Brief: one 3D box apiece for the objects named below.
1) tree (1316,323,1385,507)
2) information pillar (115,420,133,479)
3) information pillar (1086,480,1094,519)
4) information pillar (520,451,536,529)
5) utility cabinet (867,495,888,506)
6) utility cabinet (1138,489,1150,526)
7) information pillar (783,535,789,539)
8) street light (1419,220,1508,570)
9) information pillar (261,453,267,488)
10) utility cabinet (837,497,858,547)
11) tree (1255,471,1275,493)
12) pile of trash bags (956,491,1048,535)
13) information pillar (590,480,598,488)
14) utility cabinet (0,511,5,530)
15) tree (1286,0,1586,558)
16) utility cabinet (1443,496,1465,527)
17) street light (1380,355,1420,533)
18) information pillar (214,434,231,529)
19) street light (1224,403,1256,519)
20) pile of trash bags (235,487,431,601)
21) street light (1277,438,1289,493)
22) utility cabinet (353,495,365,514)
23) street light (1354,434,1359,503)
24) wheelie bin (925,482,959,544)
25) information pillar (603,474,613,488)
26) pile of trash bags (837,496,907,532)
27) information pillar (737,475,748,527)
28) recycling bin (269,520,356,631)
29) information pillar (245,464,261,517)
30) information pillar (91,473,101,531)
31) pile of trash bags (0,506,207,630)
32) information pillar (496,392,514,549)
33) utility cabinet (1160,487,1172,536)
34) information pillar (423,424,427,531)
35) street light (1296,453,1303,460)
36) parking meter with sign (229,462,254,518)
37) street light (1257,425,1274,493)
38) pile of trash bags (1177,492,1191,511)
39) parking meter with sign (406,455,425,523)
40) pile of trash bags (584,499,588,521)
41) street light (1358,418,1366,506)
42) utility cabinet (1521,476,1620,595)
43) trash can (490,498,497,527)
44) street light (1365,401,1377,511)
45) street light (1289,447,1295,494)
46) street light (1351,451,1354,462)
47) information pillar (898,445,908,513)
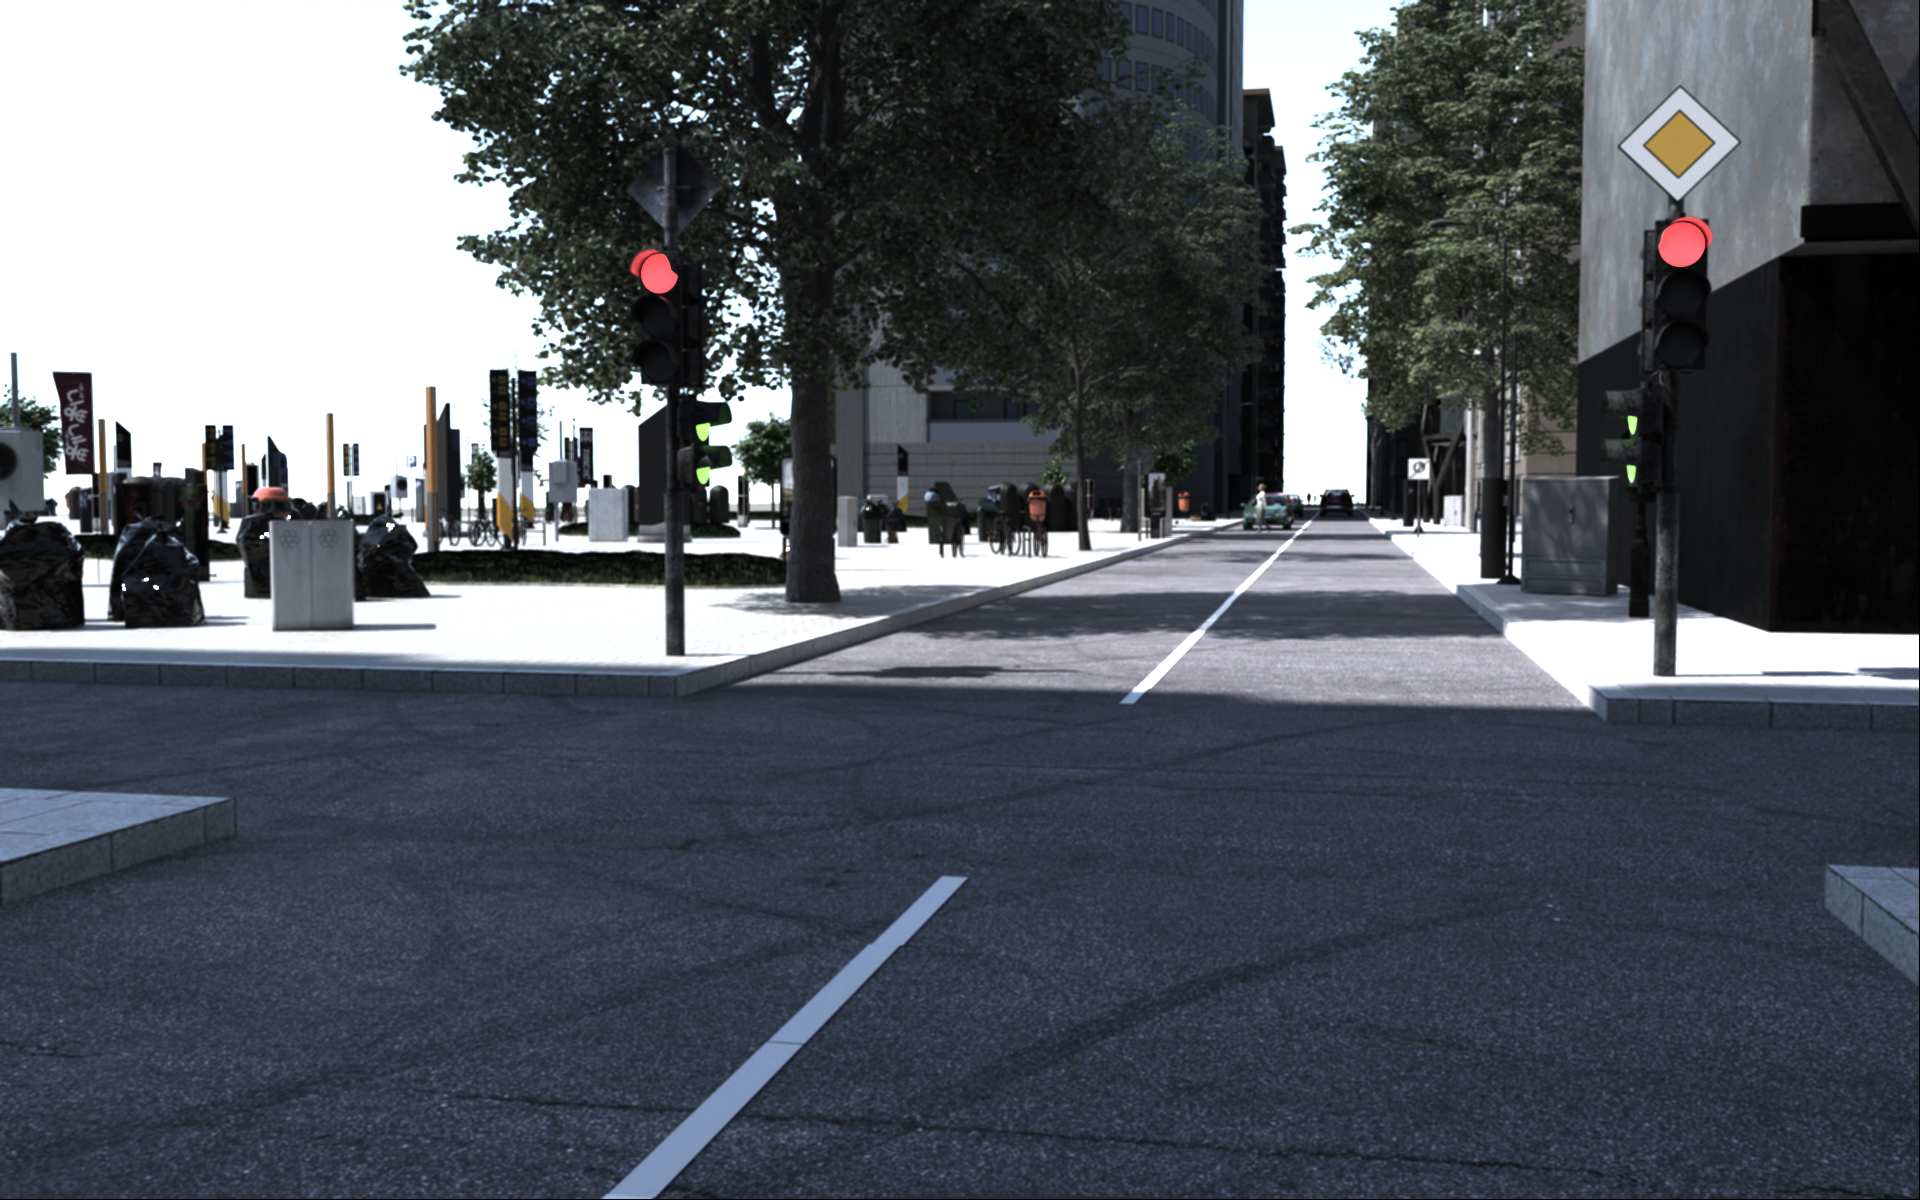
[{"bbox_3d":[41.972,-19.144,168.889,12.611,20.169,13.585,0,3,0],"label":"tree"},{"bbox_3d":[-26.472,-3.884,54.855,0.504,3.616,0.183,0,4,2],"label":"information pillar"},{"bbox_3d":[6.628,-5.139,88.521,0.304,2.012,0.304,-2,4,-26],"label":"information pillar"},{"bbox_3d":[-16.017,-4.453,64.162,0.504,3.616,0.183,-1,4,-21],"label":"information pillar"},{"bbox_3d":[-4.094,-4.586,86.149,1.020,1.237,0.306,-2,4,-33],"label":"utility cabinet"},{"bbox_3d":[7.757,-3.725,69.587,1.173,1.500,0.318,2,4,25],"label":"utility cabinet"},{"bbox_3d":[-4.921,-2.770,49.782,0.304,2.012,0.304,0,4,-1],"label":"information pillar"},{"bbox_3d":[8.651,-3.478,29.413,1.470,5.913,1.316,1,4,12],"label":"street light"},{"bbox_3d":[-39.143,-6.490,97.462,0.183,3.616,0.504,0,4,5],"label":"information pillar"},{"bbox_3d":[-2.744,-1.908,42.361,0.306,1.237,1.020,1,4,9],"label":"utility cabinet"},{"bbox_3d":[26.232,-9.391,148.151,1.663,3.219,1.824,0,3,0],"label":"tree"},{"bbox_3d":[1.091,-2.765,54.963,3.447,1.369,1.912,1,4,14],"label":"pile of trash bags"},{"bbox_3d":[-18.814,-5.175,89.097,0.304,2.012,0.304,3,4,39],"label":"information pillar"},{"bbox_3d":[-34.120,-3.106,61.938,0.306,1.237,1.020,1,4,15],"label":"utility cabinet"},{"bbox_3d":[10.254,-7.119,34.527,7.486,12.596,7.792,0,3,0],"label":"tree"},{"bbox_3d":[19.346,-3.457,67.678,0.306,1.237,1.020,-2,4,-26],"label":"utility cabinet"},{"bbox_3d":[14.716,-5.195,57.480,1.470,5.913,1.316,1,4,12],"label":"street light"},{"bbox_3d":[-27.206,-4.432,63.812,0.504,3.616,0.183,-3,5,-41],"label":"information pillar"},{"bbox_3d":[14.230,-7.095,88.544,1.470,5.913,1.316,1,4,12],"label":"street light"},{"bbox_3d":[-8.247,-0.752,22.042,1.912,1.369,3.447,-3,5,-43],"label":"pile of trash bags"},{"bbox_3d":[26.437,-10.520,144.542,1.470,5.913,1.316,1,4,12],"label":"street light"},{"bbox_3d":[-32.638,-5.070,94.061,1.020,1.237,0.306,2,4,35],"label":"utility cabinet"},{"bbox_3d":[31.143,-9.800,132.765,1.470,5.913,1.316,1,4,12],"label":"street light"},{"bbox_3d":[-0.499,-2.238,44.499,0.693,1.594,0.980,2,4,32],"label":"wheelie bin"},{"bbox_3d":[-13.010,-3.639,63.993,0.304,2.012,0.304,0,4,3],"label":"information pillar"},{"bbox_3d":[-3.616,-2.998,58.768,3.447,1.369,1.912,-1,4,-23],"label":"pile of trash bags"},{"bbox_3d":[-8.392,-3.815,66.866,0.304,2.012,0.304,1,4,21],"label":"information pillar"},{"bbox_3d":[-6.186,-0.246,16.576,0.722,1.027,0.722,-1,4,-17],"label":"recycling bin"},{"bbox_3d":[-17.584,-2.363,43.129,0.304,2.012,0.304,-1,4,-12],"label":"information pillar"},{"bbox_3d":[-29.587,-3.365,59.506,0.304,2.012,0.304,0,4,8],"label":"information pillar"},{"bbox_3d":[-9.218,-0.443,16.998,3.447,1.369,1.912,-1,4,-16],"label":"pile of trash bags"},{"bbox_3d":[-10.447,-2.957,39.708,0.183,3.616,0.504,1,4,22],"label":"information pillar"},{"bbox_3d":[6.098,-2.658,52.132,0.318,1.500,1.173,1,4,20],"label":"utility cabinet"},{"bbox_3d":[-17.875,-4.092,58.258,0.183,3.616,0.504,1,4,11],"label":"information pillar"},{"bbox_3d":[38.145,-13.784,197.901,1.470,5.913,1.316,1,4,12],"label":"street light"},{"bbox_3d":[-38.414,-5.890,92.570,0.543,3.016,1.738,1,4,9],"label":"parking meter with sign"},{"bbox_3d":[20.337,-8.791,116.275,1.470,5.913,1.316,1,4,12],"label":"street light"},{"bbox_3d":[9.849,-4.612,85.156,3.447,1.369,1.912,3,5,41],"label":"pile of trash bags"},{"bbox_3d":[-24.312,-5.031,78.519,0.543,3.016,1.738,1,4,21],"label":"parking meter with sign"},{"bbox_3d":[-17.312,-4.557,84.259,1.912,1.369,3.447,-1,4,-10],"label":"pile of trash bags"},{"bbox_3d":[25.138,-8.118,105.277,1.470,5.913,1.316,1,4,12],"label":"street light"},{"bbox_3d":[7.766,-0.820,22.082,0.318,1.500,1.173,-3,5,-42],"label":"utility cabinet"},{"bbox_3d":[-16.866,-3.177,63.599,0.748,1.137,0.748,0,3,0],"label":"trash can"},{"bbox_3d":[20.779,-6.880,85.027,1.470,5.913,1.316,1,4,12],"label":"street light"},{"bbox_3d":[31.939,-12.072,169.919,1.470,5.913,1.316,1,4,12],"label":"street light"},{"bbox_3d":[37.160,-11.488,160.363,1.470,5.913,1.316,1,4,12],"label":"street light"},{"bbox_3d":[-2.692,-5.492,81.155,0.504,3.616,0.183,0,4,-7],"label":"information pillar"}]
